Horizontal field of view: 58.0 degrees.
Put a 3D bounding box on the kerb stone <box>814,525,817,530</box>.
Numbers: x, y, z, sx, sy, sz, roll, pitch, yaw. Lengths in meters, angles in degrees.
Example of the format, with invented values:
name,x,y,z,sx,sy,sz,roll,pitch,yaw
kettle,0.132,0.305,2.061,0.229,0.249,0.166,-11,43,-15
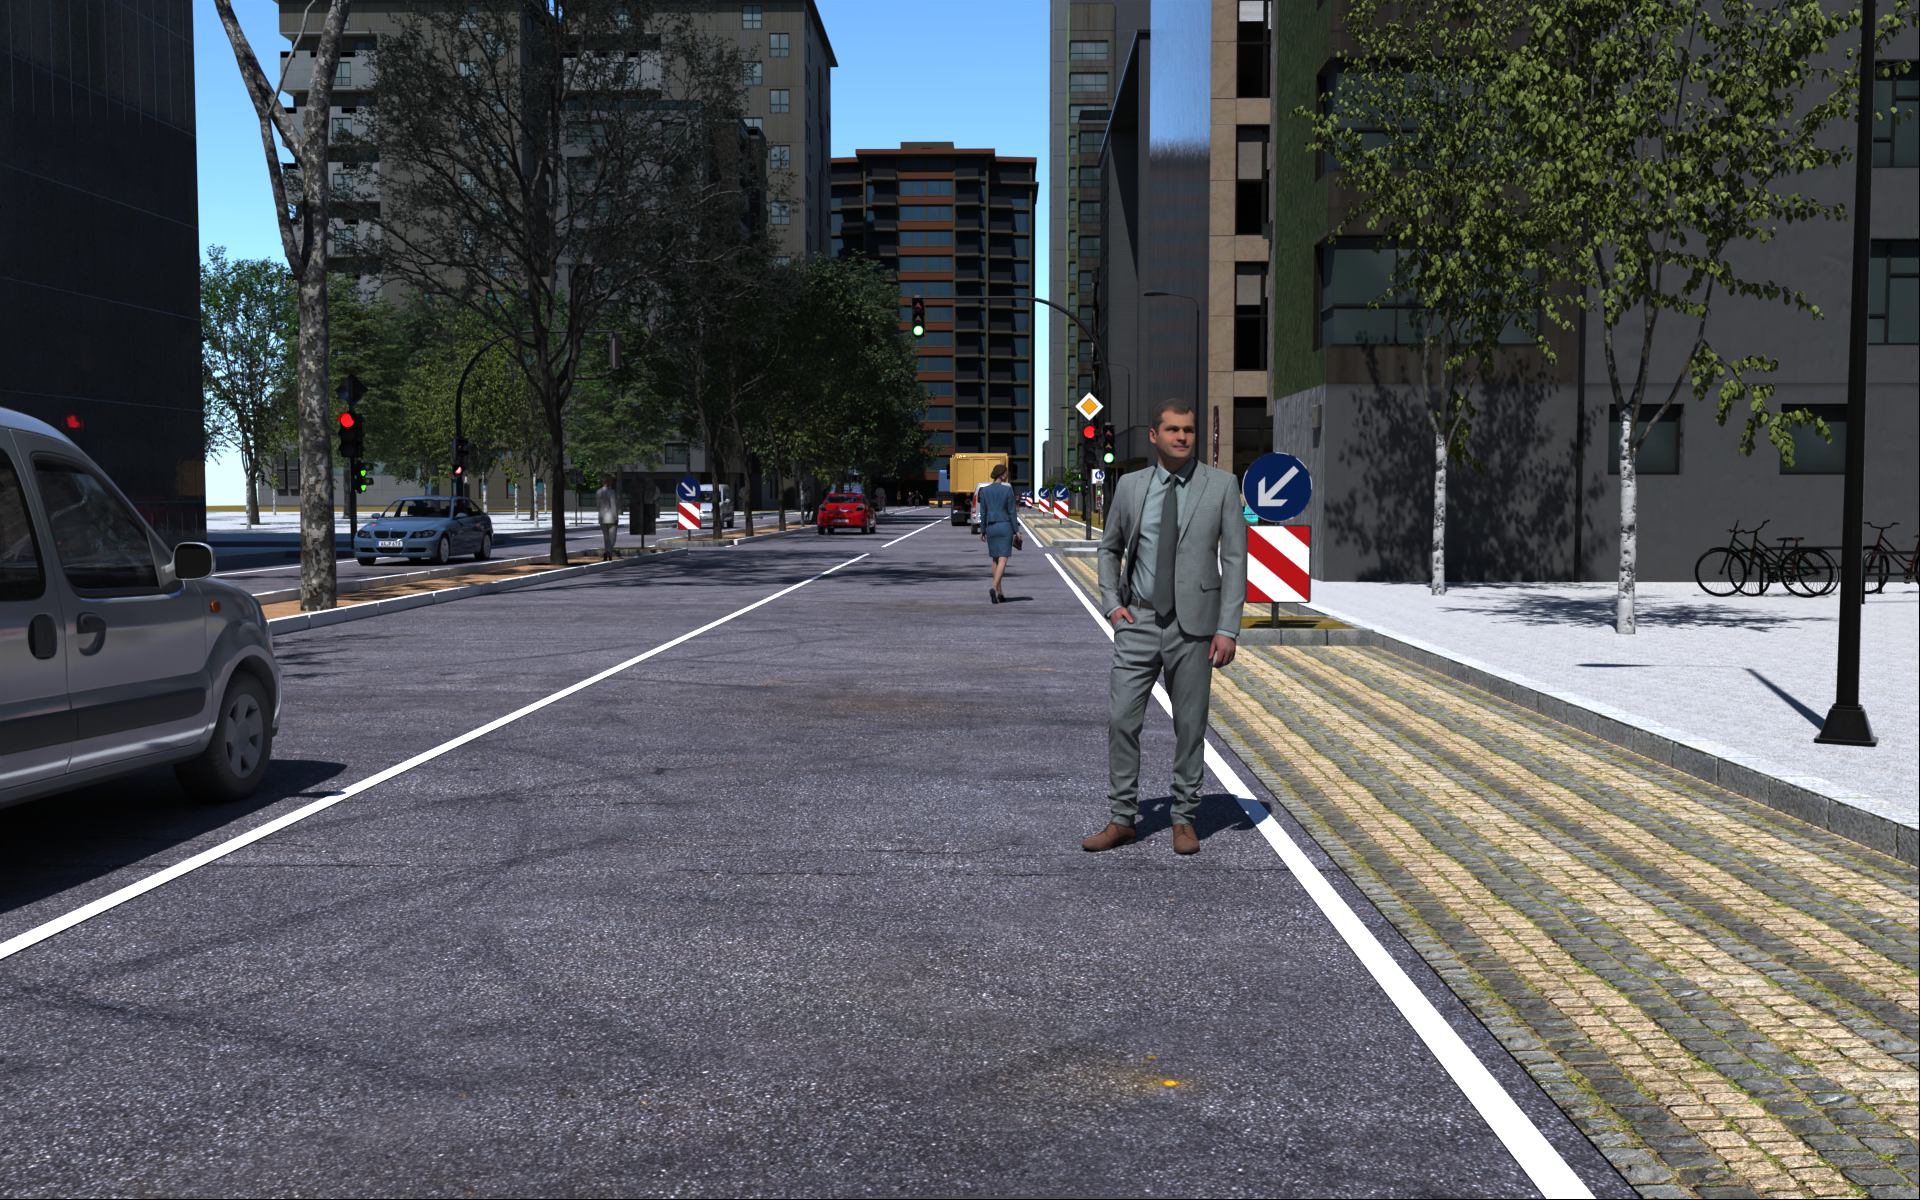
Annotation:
name,x,y,z,sx,sy,sz,roll,pitch,yaw
kerb stone,-5.881,-2.843,68.683,0.120,0.150,1.000,0,4,1

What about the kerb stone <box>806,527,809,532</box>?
name,x,y,z,sx,sy,sz,roll,pitch,yaw
kerb stone,-5.947,-2.656,65.614,0.120,0.150,1.000,0,4,1

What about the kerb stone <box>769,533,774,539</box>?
name,x,y,z,sx,sy,sz,roll,pitch,yaw
kerb stone,-6.162,-2.028,55.359,0.120,0.150,1.000,0,4,1

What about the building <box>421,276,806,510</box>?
name,x,y,z,sx,sy,sz,roll,pitch,yaw
building,-29.013,-18.801,152.440,27.650,21.520,28.899,0,4,1

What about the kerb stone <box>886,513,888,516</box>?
name,x,y,z,sx,sy,sz,roll,pitch,yaw
kerb stone,-4.931,-5.478,111.756,0.120,0.150,1.000,0,4,1

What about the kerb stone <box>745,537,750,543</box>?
name,x,y,z,sx,sy,sz,roll,pitch,yaw
kerb stone,-6.284,-1.715,50.232,0.120,0.150,1.000,0,4,1

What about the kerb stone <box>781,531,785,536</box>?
name,x,y,z,sx,sy,sz,roll,pitch,yaw
kerb stone,-6.098,-2.217,58.441,0.120,0.150,1.000,0,4,1

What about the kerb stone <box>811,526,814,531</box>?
name,x,y,z,sx,sy,sz,roll,pitch,yaw
kerb stone,-5.901,-2.781,67.658,0.120,0.150,1.000,0,4,1

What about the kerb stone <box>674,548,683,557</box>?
name,x,y,z,sx,sy,sz,roll,pitch,yaw
kerb stone,-6.518,-1.048,39.399,0.120,0.150,1.000,0,4,1

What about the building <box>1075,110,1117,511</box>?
name,x,y,z,sx,sy,sz,roll,pitch,yaw
building,15.850,-22.130,133.521,14.160,30.474,14.107,0,4,1

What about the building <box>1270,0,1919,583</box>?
name,x,y,z,sx,sy,sz,roll,pitch,yaw
building,12.478,-15.864,31.086,14.160,30.474,14.107,0,4,1

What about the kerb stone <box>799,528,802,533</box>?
name,x,y,z,sx,sy,sz,roll,pitch,yaw
kerb stone,-5.995,-2.530,63.555,0.120,0.150,1.000,0,4,1

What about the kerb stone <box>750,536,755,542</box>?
name,x,y,z,sx,sy,sz,roll,pitch,yaw
kerb stone,-6.266,-1.777,51.257,0.120,0.150,1.000,0,4,1

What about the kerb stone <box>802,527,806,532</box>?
name,x,y,z,sx,sy,sz,roll,pitch,yaw
kerb stone,-5.967,-2.587,64.580,0.120,0.150,1.000,0,4,1

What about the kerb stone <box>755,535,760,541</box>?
name,x,y,z,sx,sy,sz,roll,pitch,yaw
kerb stone,-6.239,-1.840,52.288,0.120,0.150,1.000,0,4,1

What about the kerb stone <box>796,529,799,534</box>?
name,x,y,z,sx,sy,sz,roll,pitch,yaw
kerb stone,-6.008,-2.467,62.531,0.120,0.150,1.000,0,4,1

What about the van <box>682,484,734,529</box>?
name,x,y,z,sx,sy,sz,roll,pitch,yaw
van,-10.522,-4.004,72.474,2.013,2.044,4.112,0,4,1

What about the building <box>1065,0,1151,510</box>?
name,x,y,z,sx,sy,sz,roll,pitch,yaw
building,15.993,-28.359,147.263,14.154,41.232,14.086,0,4,1

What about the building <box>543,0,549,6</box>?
name,x,y,z,sx,sy,sz,roll,pitch,yaw
building,-65.074,-55.424,218.854,31.000,86.520,22.319,0,4,1

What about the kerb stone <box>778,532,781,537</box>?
name,x,y,z,sx,sy,sz,roll,pitch,yaw
kerb stone,-6.124,-2.154,57.414,0.120,0.150,1.000,0,4,1

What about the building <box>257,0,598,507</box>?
name,x,y,z,sx,sy,sz,roll,pitch,yaw
building,-55.627,-36.372,183.915,27.495,52.752,28.713,0,4,1

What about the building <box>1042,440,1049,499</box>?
name,x,y,z,sx,sy,sz,roll,pitch,yaw
building,25.954,-55.261,216.189,31.000,86.520,22.319,0,4,1

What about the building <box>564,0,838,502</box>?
name,x,y,z,sx,sy,sz,roll,pitch,yaw
building,-27.865,-36.376,183.988,27.495,52.752,28.713,0,4,1

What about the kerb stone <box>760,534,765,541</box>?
name,x,y,z,sx,sy,sz,roll,pitch,yaw
kerb stone,-6.212,-1.903,53.314,0.120,0.150,1.000,0,4,1

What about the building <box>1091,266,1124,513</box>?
name,x,y,z,sx,sy,sz,roll,pitch,yaw
building,17.024,-15.085,114.090,16.820,18.784,16.811,0,4,1

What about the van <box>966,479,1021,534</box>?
name,x,y,z,sx,sy,sz,roll,pitch,yaw
van,1.214,-3.418,62.903,2.013,2.044,4.112,0,4,0

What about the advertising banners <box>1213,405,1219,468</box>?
name,x,y,z,sx,sy,sz,roll,pitch,yaw
advertising banners,5.055,-2.384,35.173,0.090,3.025,2.074,0,4,-1

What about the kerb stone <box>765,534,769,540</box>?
name,x,y,z,sx,sy,sz,roll,pitch,yaw
kerb stone,-6.189,-1.966,54.336,0.120,0.150,1.000,0,4,1

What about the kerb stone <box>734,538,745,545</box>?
name,x,y,z,sx,sy,sz,roll,pitch,yaw
kerb stone,-6.310,-1.652,49.201,0.120,0.150,1.000,0,4,1

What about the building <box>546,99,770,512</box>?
name,x,y,z,sx,sy,sz,roll,pitch,yaw
building,-22.306,-21.945,130.495,14.160,30.474,14.107,0,4,1

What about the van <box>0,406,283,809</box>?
name,x,y,z,sx,sy,sz,roll,pitch,yaw
van,-4.204,0.011,6.837,2.013,2.044,4.112,0,4,2

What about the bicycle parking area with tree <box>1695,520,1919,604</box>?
name,x,y,z,sx,sy,sz,roll,pitch,yaw
bicycle parking area with tree,13.702,-1.961,19.065,9.016,4.147,8.231,0,4,1

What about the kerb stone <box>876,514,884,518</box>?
name,x,y,z,sx,sy,sz,roll,pitch,yaw
kerb stone,-4.994,-5.290,108.687,0.120,0.150,1.000,0,4,1

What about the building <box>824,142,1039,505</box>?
name,x,y,z,sx,sy,sz,roll,pitch,yaw
building,-4.714,-34.467,218.157,28.867,44.769,22.147,0,4,1

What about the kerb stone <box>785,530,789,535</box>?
name,x,y,z,sx,sy,sz,roll,pitch,yaw
kerb stone,-6.076,-2.279,59.463,0.120,0.150,1.000,0,4,1

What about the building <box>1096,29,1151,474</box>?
name,x,y,z,sx,sy,sz,roll,pitch,yaw
building,14.659,-16.264,84.980,14.314,24.678,30.058,0,4,1

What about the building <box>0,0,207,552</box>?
name,x,y,z,sx,sy,sz,roll,pitch,yaw
building,-27.415,-13.172,33.384,19.932,24.808,12.078,0,4,1

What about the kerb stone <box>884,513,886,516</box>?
name,x,y,z,sx,sy,sz,roll,pitch,yaw
kerb stone,-4.970,-5.353,109.711,0.120,0.150,1.000,0,4,1

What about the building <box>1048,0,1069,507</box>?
name,x,y,z,sx,sy,sz,roll,pitch,yaw
building,19.869,-39.135,181.850,21.231,58.520,28.212,0,4,1

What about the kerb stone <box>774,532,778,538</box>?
name,x,y,z,sx,sy,sz,roll,pitch,yaw
kerb stone,-6.145,-2.091,56.389,0.120,0.150,1.000,0,4,1

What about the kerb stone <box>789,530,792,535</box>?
name,x,y,z,sx,sy,sz,roll,pitch,yaw
kerb stone,-6.057,-2.341,60.485,0.120,0.150,1.000,0,4,1

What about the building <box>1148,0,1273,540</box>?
name,x,y,z,sx,sy,sz,roll,pitch,yaw
building,24.047,-15.406,56.408,34.151,26.468,19.350,0,4,1

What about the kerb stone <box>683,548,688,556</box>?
name,x,y,z,sx,sy,sz,roll,pitch,yaw
kerb stone,-6.495,-1.115,40.420,0.120,0.150,1.000,0,4,1

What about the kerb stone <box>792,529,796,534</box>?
name,x,y,z,sx,sy,sz,roll,pitch,yaw
kerb stone,-6.027,-2.404,61.509,0.120,0.150,1.000,0,4,1

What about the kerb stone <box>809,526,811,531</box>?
name,x,y,z,sx,sy,sz,roll,pitch,yaw
kerb stone,-5.926,-2.716,66.636,0.120,0.150,1.000,0,4,1
